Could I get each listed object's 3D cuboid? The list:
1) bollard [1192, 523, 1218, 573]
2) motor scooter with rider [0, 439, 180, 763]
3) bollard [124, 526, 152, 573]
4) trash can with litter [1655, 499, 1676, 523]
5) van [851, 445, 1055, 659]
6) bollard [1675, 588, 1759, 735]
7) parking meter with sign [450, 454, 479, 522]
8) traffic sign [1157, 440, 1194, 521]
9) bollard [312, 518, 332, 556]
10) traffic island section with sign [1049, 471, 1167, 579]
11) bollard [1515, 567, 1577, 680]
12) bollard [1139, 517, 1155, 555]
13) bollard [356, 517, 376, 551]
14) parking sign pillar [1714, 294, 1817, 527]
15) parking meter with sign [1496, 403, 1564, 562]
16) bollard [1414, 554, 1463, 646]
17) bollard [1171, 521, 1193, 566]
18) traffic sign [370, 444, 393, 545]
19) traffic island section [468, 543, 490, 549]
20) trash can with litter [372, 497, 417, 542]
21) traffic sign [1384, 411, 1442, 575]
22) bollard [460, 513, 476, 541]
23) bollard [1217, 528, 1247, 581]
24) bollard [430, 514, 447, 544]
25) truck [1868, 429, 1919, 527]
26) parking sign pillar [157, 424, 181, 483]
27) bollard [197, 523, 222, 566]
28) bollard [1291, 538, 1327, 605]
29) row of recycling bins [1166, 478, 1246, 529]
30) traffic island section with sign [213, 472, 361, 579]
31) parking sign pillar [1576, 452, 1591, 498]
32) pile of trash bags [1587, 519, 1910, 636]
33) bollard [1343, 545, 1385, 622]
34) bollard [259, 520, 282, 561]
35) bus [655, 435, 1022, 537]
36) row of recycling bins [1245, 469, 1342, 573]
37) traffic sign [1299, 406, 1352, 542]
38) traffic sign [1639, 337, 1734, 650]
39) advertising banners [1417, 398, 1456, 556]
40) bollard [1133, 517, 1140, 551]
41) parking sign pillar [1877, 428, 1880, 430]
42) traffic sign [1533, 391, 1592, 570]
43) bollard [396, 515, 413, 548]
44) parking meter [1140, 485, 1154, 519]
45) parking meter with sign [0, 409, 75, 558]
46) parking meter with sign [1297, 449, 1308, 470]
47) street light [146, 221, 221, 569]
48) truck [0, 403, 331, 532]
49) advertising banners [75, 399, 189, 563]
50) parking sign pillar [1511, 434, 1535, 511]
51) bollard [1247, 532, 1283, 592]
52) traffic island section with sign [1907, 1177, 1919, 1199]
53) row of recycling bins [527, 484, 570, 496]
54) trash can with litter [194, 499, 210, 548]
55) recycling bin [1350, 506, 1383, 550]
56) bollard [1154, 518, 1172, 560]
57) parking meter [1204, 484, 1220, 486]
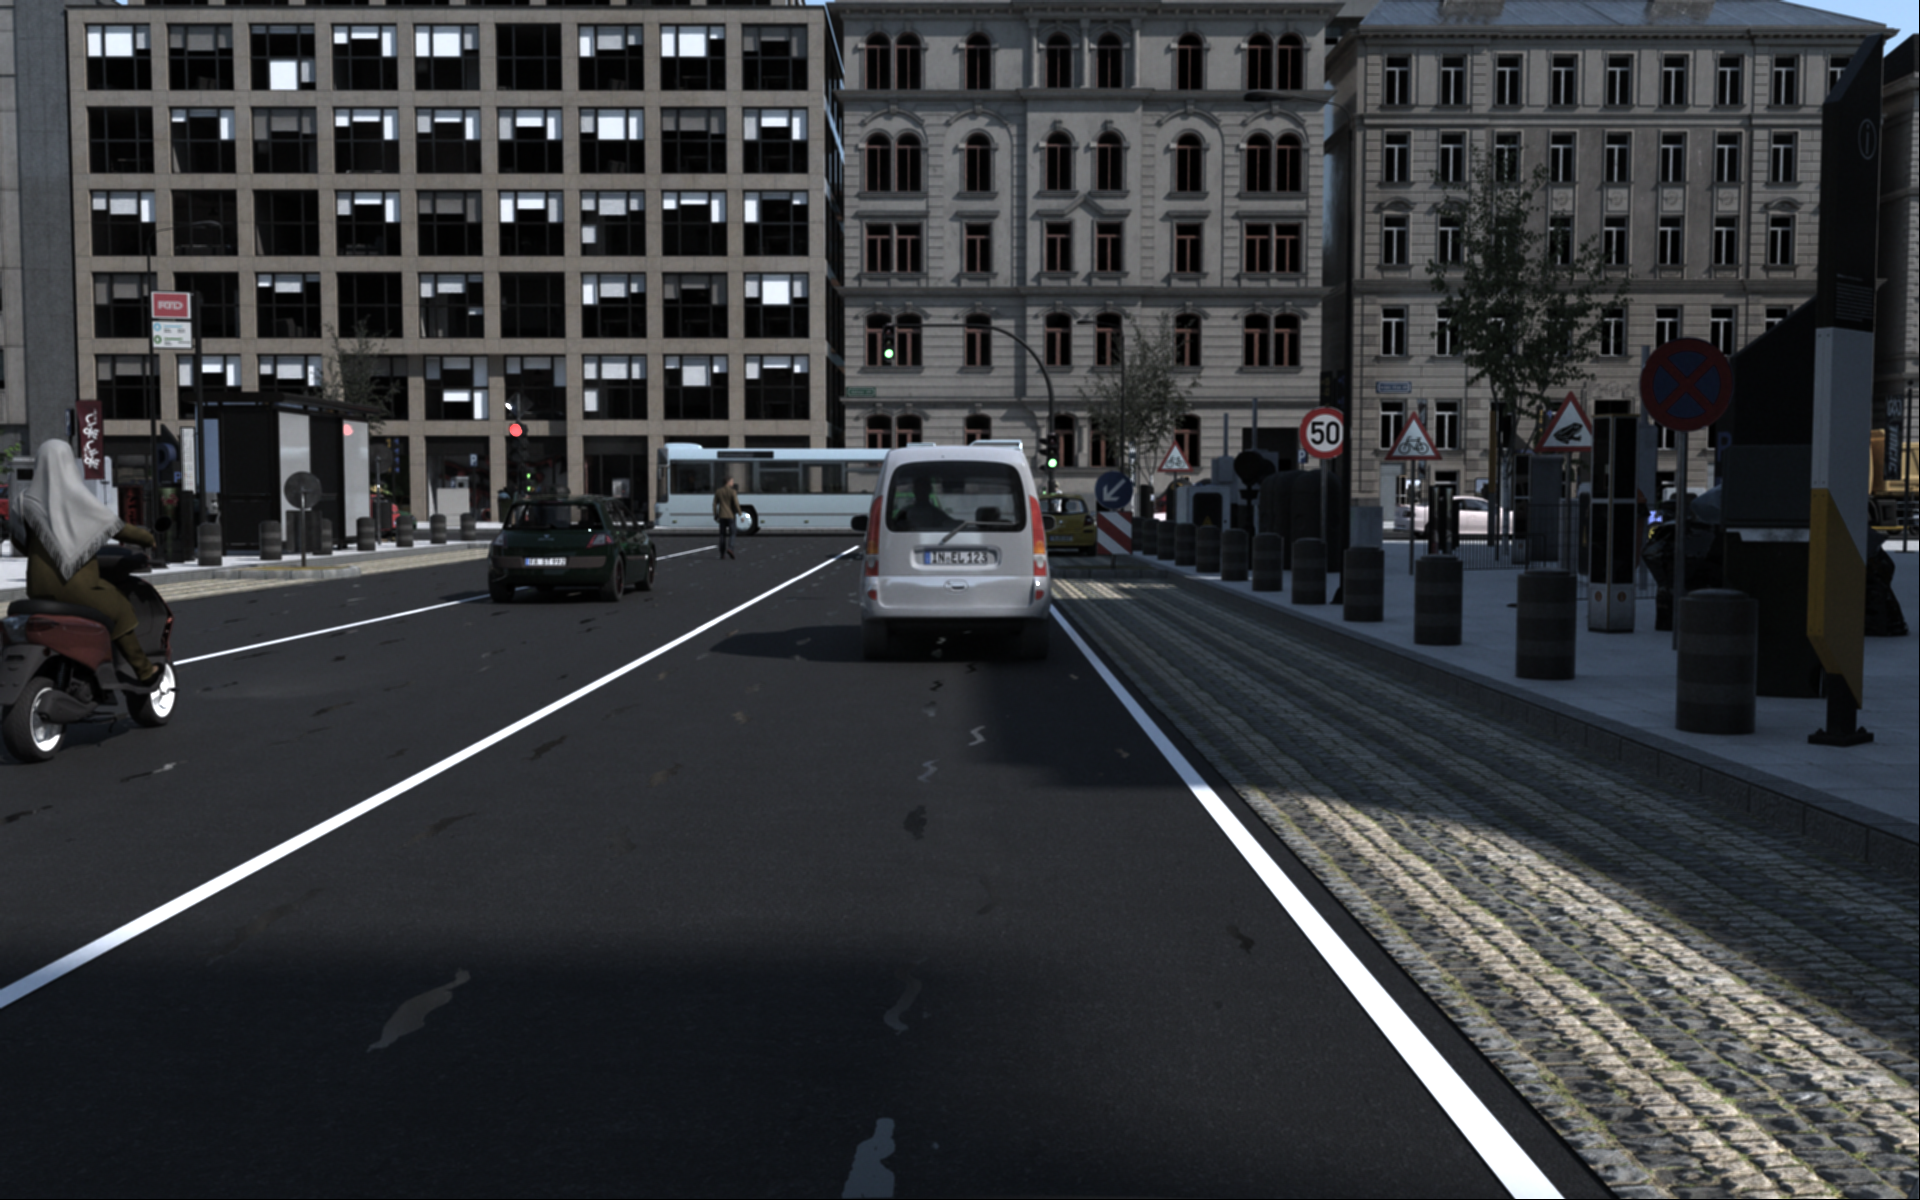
[{"bbox_3d":[4.073,-0.836,28.390,0.404,0.777,0.398,0,3,0],"label":"bollard"},{"bbox_3d":[-4.935,-0.056,9.885,0.876,1.779,1.986,0,4,-1],"label":"motor scooter with rider"},{"bbox_3d":[-13.363,-0.821,28.143,0.404,0.777,0.398,0,3,0],"label":"bollard"},{"bbox_3d":[14.840,-1.497,35.865,0.624,1.170,1.055,3,5,39],"label":"trash can with litter"},{"bbox_3d":[-0.060,-0.578,16.465,2.013,2.044,4.112,0,4,-1],"label":"van"},{"bbox_3d":[4.103,0.326,9.393,0.404,0.777,0.398,0,3,0],"label":"bollard"},{"bbox_3d":[-21.504,-4.775,74.332,0.543,3.016,1.738,3,4,37],"label":"parking meter with sign"},{"bbox_3d":[5.166,-2.544,41.597,0.884,2.594,0.081,0,4,7],"label":"traffic sign"},{"bbox_3d":[-13.372,-1.320,36.298,0.404,0.777,0.398,0,3,0],"label":"bollard"},{"bbox_3d":[2.498,-1.312,30.082,1.989,1.847,2.006,0,3,0],"label":"traffic island section with sign"},{"bbox_3d":[4.098,0.160,12.107,0.404,0.777,0.398,0,3,0],"label":"bollard"},{"bbox_3d":[4.055,-1.335,36.546,0.404,0.777,0.398,0,3,0],"label":"bollard"},{"bbox_3d":[-13.381,-1.486,39.012,0.404,0.777,0.398,0,3,0],"label":"bollard"},{"bbox_3d":[10.890,-2.134,23.367,1.447,3.967,1.447,-1,4,-11],"label":"parking sign pillar"},{"bbox_3d":[11.155,-2.252,33.078,1.738,3.016,0.543,1,4,16],"label":"parking meter with sign"},{"bbox_3d":[4.094,-0.006,14.820,0.404,0.777,0.398,0,3,0],"label":"bollard"},{"bbox_3d":[4.064,-1.002,31.104,0.404,0.777,0.398,0,3,0],"label":"bollard"},{"bbox_3d":[-14.698,-2.670,43.758,0.768,2.556,0.104,0,4,8],"label":"traffic sign"},{"bbox_3d":[-11.824,-1.481,46.499,2.009,0.180,2.903,0,3,0],"label":"traffic island section"},{"bbox_3d":[-15.846,-2.162,46.412,2.233,1.210,1.678,0,4,-2],"label":"trash can with litter"},{"bbox_3d":[7.133,-1.669,27.299,0.884,2.594,0.081,1,4,9],"label":"traffic sign"},{"bbox_3d":[-13.398,-1.984,47.160,0.404,0.777,0.398,0,3,0],"label":"bollard"},{"bbox_3d":[4.076,-0.670,25.677,0.404,0.777,0.398,0,3,0],"label":"bollard"},{"bbox_3d":[-13.392,-1.818,44.447,0.404,0.777,0.398,0,3,0],"label":"bollard"},{"bbox_3d":[28.872,-3.489,52.976,9.791,3.379,3.469,0,4,1],"label":"truck"},{"bbox_3d":[-30.227,-4.754,66.194,1.447,3.967,1.447,3,4,37],"label":"parking sign pillar"},{"bbox_3d":[-13.370,-0.987,30.856,0.404,0.777,0.398,0,3,0],"label":"bollard"},{"bbox_3d":[4.082,-0.338,20.247,0.404,0.777,0.398,0,3,0],"label":"bollard"},{"bbox_3d":[6.765,-2.351,45.555,1.069,1.692,3.534,-3,4,-36],"label":"row of recycling bins"},{"bbox_3d":[-11.473,-1.295,29.798,1.989,1.847,2.006,0,3,0],"label":"traffic island section with sign"},{"bbox_3d":[28.780,-5.525,78.801,1.447,3.967,1.447,0,4,-1],"label":"parking sign pillar"},{"bbox_3d":[7.338,-0.426,16.723,1.912,1.369,3.447,-1,4,-22],"label":"pile of trash bags"},{"bbox_3d":[4.089,-0.172,17.534,0.404,0.777,0.398,0,3,0],"label":"bollard"},{"bbox_3d":[-13.366,-1.153,33.576,0.404,0.777,0.398,0,3,0],"label":"bollard"},{"bbox_3d":[-4.557,-3.949,59.427,13.247,3.499,2.948,0,4,-2],"label":"bus"},{"bbox_3d":[5.833,-1.392,29.871,1.069,1.692,3.534,0,4,-1],"label":"row of recycling bins"},{"bbox_3d":[5.319,-1.542,25.318,0.768,2.556,0.104,0,4,2],"label":"traffic sign"},{"bbox_3d":[5.907,-0.861,14.181,0.768,2.556,0.104,0,4,1],"label":"traffic sign"},{"bbox_3d":[8.886,-2.214,32.383,0.090,3.025,2.074,2,4,35],"label":"advertising banners"},{"bbox_3d":[4.053,-1.501,39.260,0.404,0.777,0.398,0,3,0],"label":"bollard"},{"bbox_3d":[38.068,-5.024,70.622,1.447,3.967,1.447,0,4,-4],"label":"parking sign pillar"},{"bbox_3d":[7.708,-1.342,21.952,0.884,2.594,0.081,0,4,8],"label":"traffic sign"},{"bbox_3d":[-13.386,-1.652,41.733,0.404,0.777,0.398,0,3,0],"label":"bollard"},{"bbox_3d":[5.026,-2.336,46.603,0.372,1.533,0.369,0,3,0],"label":"parking meter"},{"bbox_3d":[-18.902,-2.375,35.084,1.738,3.016,0.543,-3,4,-36],"label":"parking meter with sign"},{"bbox_3d":[12.577,-4.321,66.909,1.738,3.016,0.543,-2,4,-29],"label":"parking meter with sign"},{"bbox_3d":[-13.276,-3.492,29.631,1.470,5.913,1.316,0,3,0],"label":"street light"},{"bbox_3d":[-27.121,-3.669,49.755,18.799,4.110,2.967,0,4,1],"label":"truck"},{"bbox_3d":[-15.330,-2.194,32.059,2.074,3.025,0.090,0,4,4],"label":"advertising banners"},{"bbox_3d":[24.691,-5.326,75.554,1.447,3.967,1.447,-2,4,-28],"label":"parking sign pillar"},{"bbox_3d":[4.079,-0.504,22.961,0.404,0.777,0.398,0,3,0],"label":"bollard"},{"bbox_3d":[2.552,0.381,2.405,1.989,1.847,2.006,0,3,0],"label":"traffic island section with sign"},{"bbox_3d":[-16.977,-3.940,71.537,1.069,1.692,3.534,-2,4,-33],"label":"row of recycling bins"},{"bbox_3d":[-18.154,-1.806,40.921,0.624,1.170,1.055,-1,4,-11],"label":"trash can with litter"},{"bbox_3d":[8.183,-1.406,35.550,0.722,1.027,0.722,-2,4,-28],"label":"recycling bin"},{"bbox_3d":[4.059,-1.169,33.833,0.404,0.777,0.398,0,3,0],"label":"bollard"},{"bbox_3d":[6.033,-2.025,41.520,0.372,1.533,0.369,0,3,0],"label":"parking meter"}]
